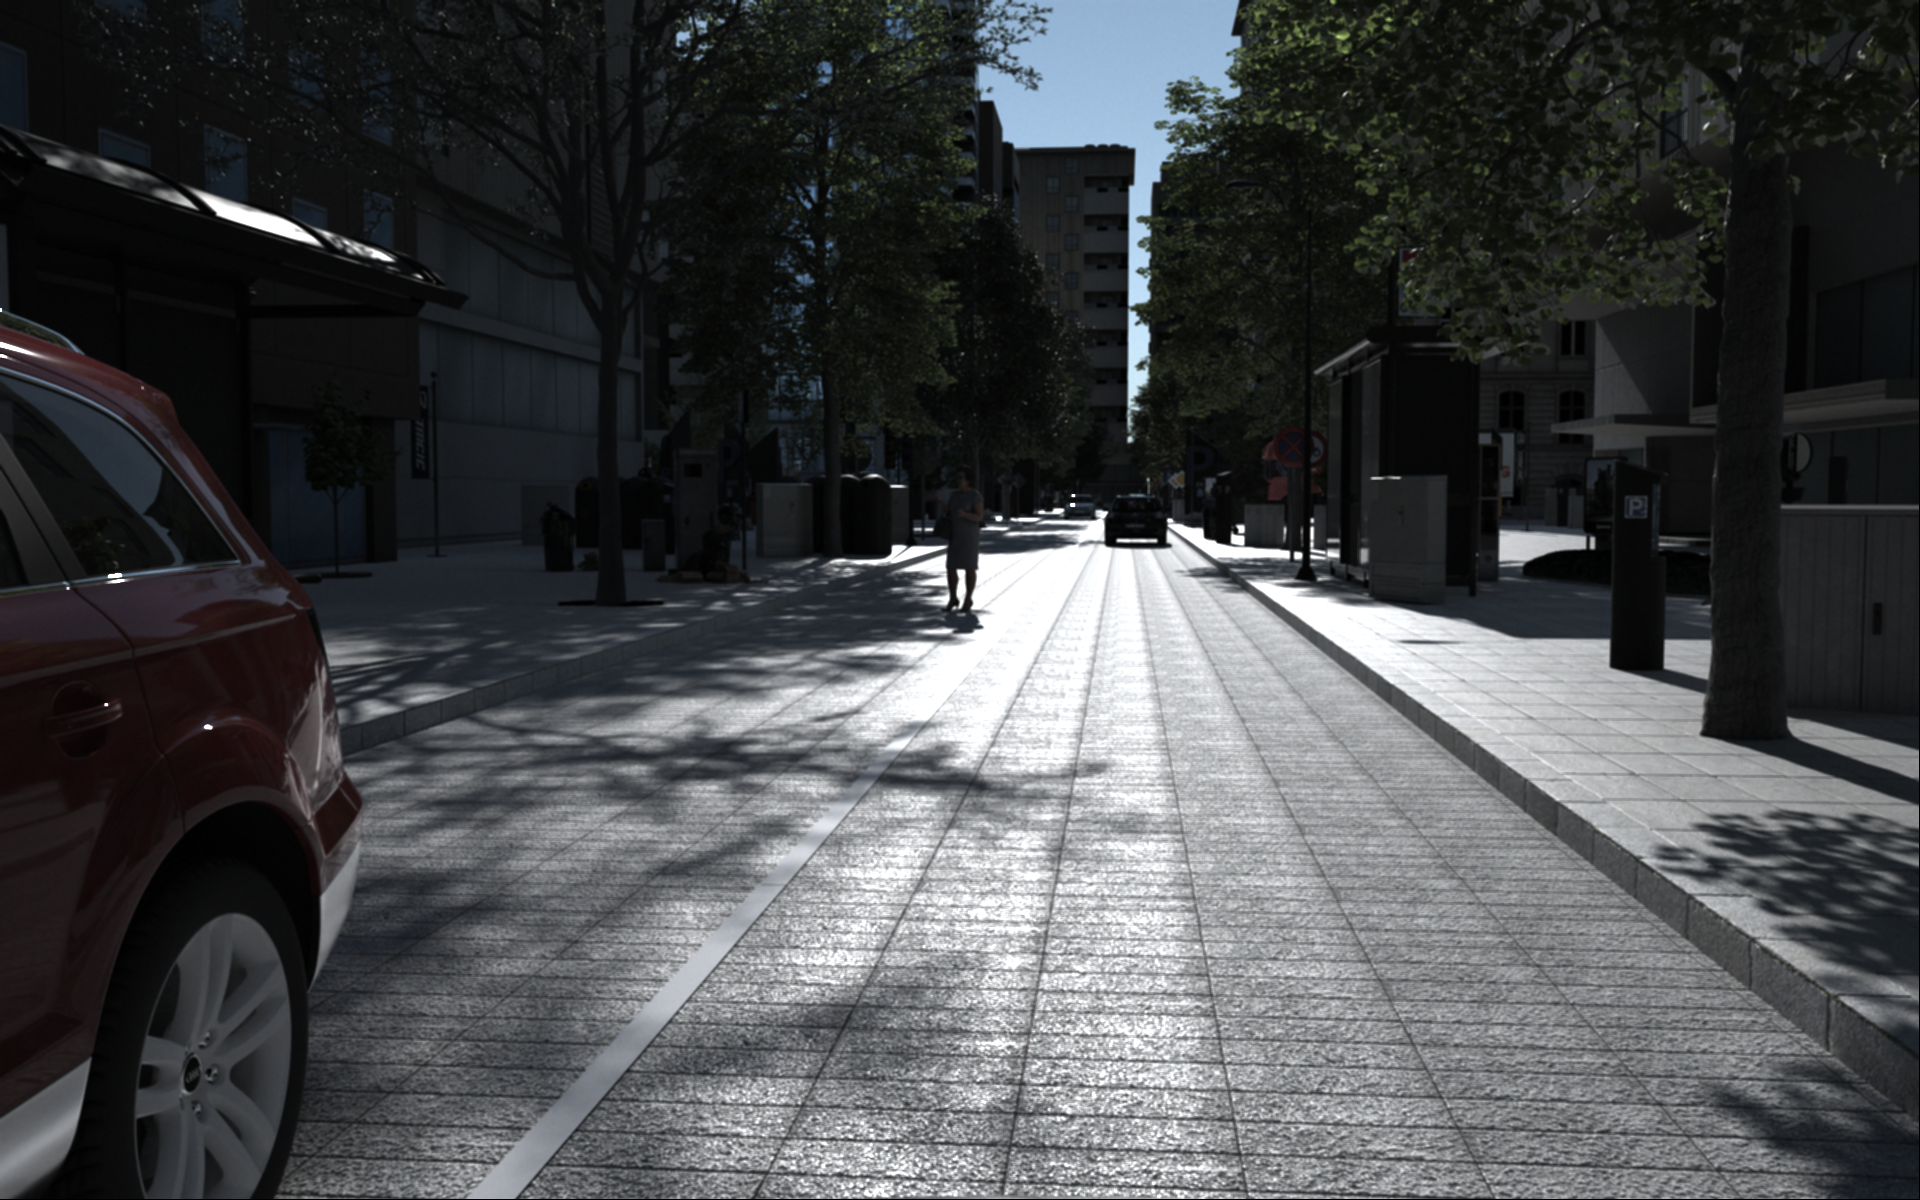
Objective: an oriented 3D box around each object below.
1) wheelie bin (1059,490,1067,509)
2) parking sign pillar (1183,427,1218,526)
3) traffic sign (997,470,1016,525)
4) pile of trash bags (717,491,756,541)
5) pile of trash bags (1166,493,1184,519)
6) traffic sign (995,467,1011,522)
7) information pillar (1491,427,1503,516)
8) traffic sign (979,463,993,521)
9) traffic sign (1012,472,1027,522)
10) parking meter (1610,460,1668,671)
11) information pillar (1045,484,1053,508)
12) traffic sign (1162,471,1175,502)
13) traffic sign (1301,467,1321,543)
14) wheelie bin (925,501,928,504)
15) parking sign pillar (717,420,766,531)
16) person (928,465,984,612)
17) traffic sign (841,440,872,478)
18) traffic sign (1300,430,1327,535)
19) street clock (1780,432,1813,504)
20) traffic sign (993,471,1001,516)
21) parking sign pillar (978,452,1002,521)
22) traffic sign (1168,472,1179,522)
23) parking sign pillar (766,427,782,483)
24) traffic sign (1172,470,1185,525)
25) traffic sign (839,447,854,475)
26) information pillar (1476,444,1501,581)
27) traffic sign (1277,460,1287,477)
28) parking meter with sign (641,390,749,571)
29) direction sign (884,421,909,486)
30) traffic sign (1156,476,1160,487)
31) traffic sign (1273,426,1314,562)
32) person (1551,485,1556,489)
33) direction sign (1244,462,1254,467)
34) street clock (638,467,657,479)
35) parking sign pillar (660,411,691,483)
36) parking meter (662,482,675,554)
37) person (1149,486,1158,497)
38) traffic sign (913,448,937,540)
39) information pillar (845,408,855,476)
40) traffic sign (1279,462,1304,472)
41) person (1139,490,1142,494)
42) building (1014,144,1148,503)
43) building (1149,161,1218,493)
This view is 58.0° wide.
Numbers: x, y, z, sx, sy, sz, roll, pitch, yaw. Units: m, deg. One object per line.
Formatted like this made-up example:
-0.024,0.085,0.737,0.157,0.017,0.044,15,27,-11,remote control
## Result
8.973,-8.715,150.398,0.693,1.594,0.980,0,4,-4,wheelie bin
9.661,-4.944,69.302,1.447,3.967,1.447,1,4,16,parking sign pillar
1.941,-4.190,72.142,0.795,2.450,0.064,0,4,5,traffic sign
-6.539,-2.305,47.441,3.447,1.369,1.912,2,4,35,pile of trash bags
11.628,-4.892,89.743,1.912,1.369,3.447,0,4,3,pile of trash bags
1.999,-4.930,80.716,0.768,2.556,0.104,1,4,12,traffic sign
18.534,-4.192,59.886,0.183,3.616,0.504,-2,4,-25,information pillar
0.955,-4.433,72.484,0.884,2.594,0.081,1,4,13,traffic sign
2.690,-4.676,80.092,0.795,2.450,0.064,0,4,5,traffic sign
4.986,-0.263,12.718,0.372,1.533,0.369,0,3,0,parking meter
6.612,-7.520,127.447,0.304,2.012,0.304,-2,4,-34,information pillar
11.407,-5.767,94.395,0.768,2.556,0.104,1,4,12,traffic sign
9.037,-2.784,45.518,0.884,2.594,0.081,1,4,13,traffic sign
-3.156,-9.013,155.270,0.693,1.594,0.980,-3,4,-38,wheelie bin
-7.969,-4.439,61.052,1.447,3.967,1.447,-3,5,-44,parking sign pillar
-0.078,-0.747,21.076,0.716,1.782,0.532,3,4,38,person
-2.443,-2.485,40.734,0.768,2.556,0.104,1,4,14,traffic sign
6.967,-2.108,34.576,0.768,2.556,0.104,1,4,8,traffic sign
9.808,-0.974,20.499,0.471,2.002,0.358,-1,4,-22,street clock
1.900,-6.056,99.017,0.884,2.594,0.081,1,4,10,traffic sign
1.009,-5.744,82.382,1.447,3.967,1.447,3,5,40,parking sign pillar
9.900,-4.633,79.394,0.795,2.450,0.064,0,4,5,traffic sign
-7.883,-5.015,70.470,1.447,3.967,1.447,2,4,29,parking sign pillar
9.151,-4.147,71.444,0.795,2.450,0.064,0,4,5,traffic sign
-2.978,-2.777,45.505,0.768,2.556,0.104,1,4,11,traffic sign
7.779,-1.286,25.516,0.304,2.012,0.304,1,4,11,information pillar
9.775,-3.137,51.398,0.768,2.556,0.104,0,4,6,traffic sign
-4.435,-1.999,28.953,1.738,3.016,0.543,-1,4,-17,parking meter with sign
-1.911,-3.788,53.929,0.876,3.537,0.379,-1,4,-9,direction sign
14.225,-7.491,122.576,0.768,2.556,0.104,1,4,14,traffic sign
6.257,-1.985,32.566,0.768,2.556,0.104,1,4,9,traffic sign
24.636,-3.866,71.959,0.529,1.795,0.600,0,4,-1,person
20.442,-7.998,122.772,0.379,3.537,0.876,-3,5,-40,direction sign
-8.328,-2.546,46.205,0.471,2.002,0.358,-2,4,-29,street clock
-9.081,-4.086,55.271,1.447,3.967,1.447,1,4,19,parking sign pillar
-6.165,-1.749,37.001,0.372,1.533,0.369,0,3,0,parking meter
8.956,-4.363,80.082,0.600,1.795,0.529,-2,4,-35,person
-1.026,-2.941,48.190,0.768,2.556,0.104,0,4,6,traffic sign
-2.992,-3.414,47.177,0.183,3.616,0.504,-2,4,-29,information pillar
8.584,-2.718,44.542,0.768,2.556,0.104,1,4,14,traffic sign
15.127,-8.372,145.862,0.515,1.767,0.782,1,4,17,person
14.475,-41.047,260.360,27.495,52.752,28.713,0,4,5,building
38.523,-38.553,254.046,21.600,48.544,21.300,0,4,5,building
